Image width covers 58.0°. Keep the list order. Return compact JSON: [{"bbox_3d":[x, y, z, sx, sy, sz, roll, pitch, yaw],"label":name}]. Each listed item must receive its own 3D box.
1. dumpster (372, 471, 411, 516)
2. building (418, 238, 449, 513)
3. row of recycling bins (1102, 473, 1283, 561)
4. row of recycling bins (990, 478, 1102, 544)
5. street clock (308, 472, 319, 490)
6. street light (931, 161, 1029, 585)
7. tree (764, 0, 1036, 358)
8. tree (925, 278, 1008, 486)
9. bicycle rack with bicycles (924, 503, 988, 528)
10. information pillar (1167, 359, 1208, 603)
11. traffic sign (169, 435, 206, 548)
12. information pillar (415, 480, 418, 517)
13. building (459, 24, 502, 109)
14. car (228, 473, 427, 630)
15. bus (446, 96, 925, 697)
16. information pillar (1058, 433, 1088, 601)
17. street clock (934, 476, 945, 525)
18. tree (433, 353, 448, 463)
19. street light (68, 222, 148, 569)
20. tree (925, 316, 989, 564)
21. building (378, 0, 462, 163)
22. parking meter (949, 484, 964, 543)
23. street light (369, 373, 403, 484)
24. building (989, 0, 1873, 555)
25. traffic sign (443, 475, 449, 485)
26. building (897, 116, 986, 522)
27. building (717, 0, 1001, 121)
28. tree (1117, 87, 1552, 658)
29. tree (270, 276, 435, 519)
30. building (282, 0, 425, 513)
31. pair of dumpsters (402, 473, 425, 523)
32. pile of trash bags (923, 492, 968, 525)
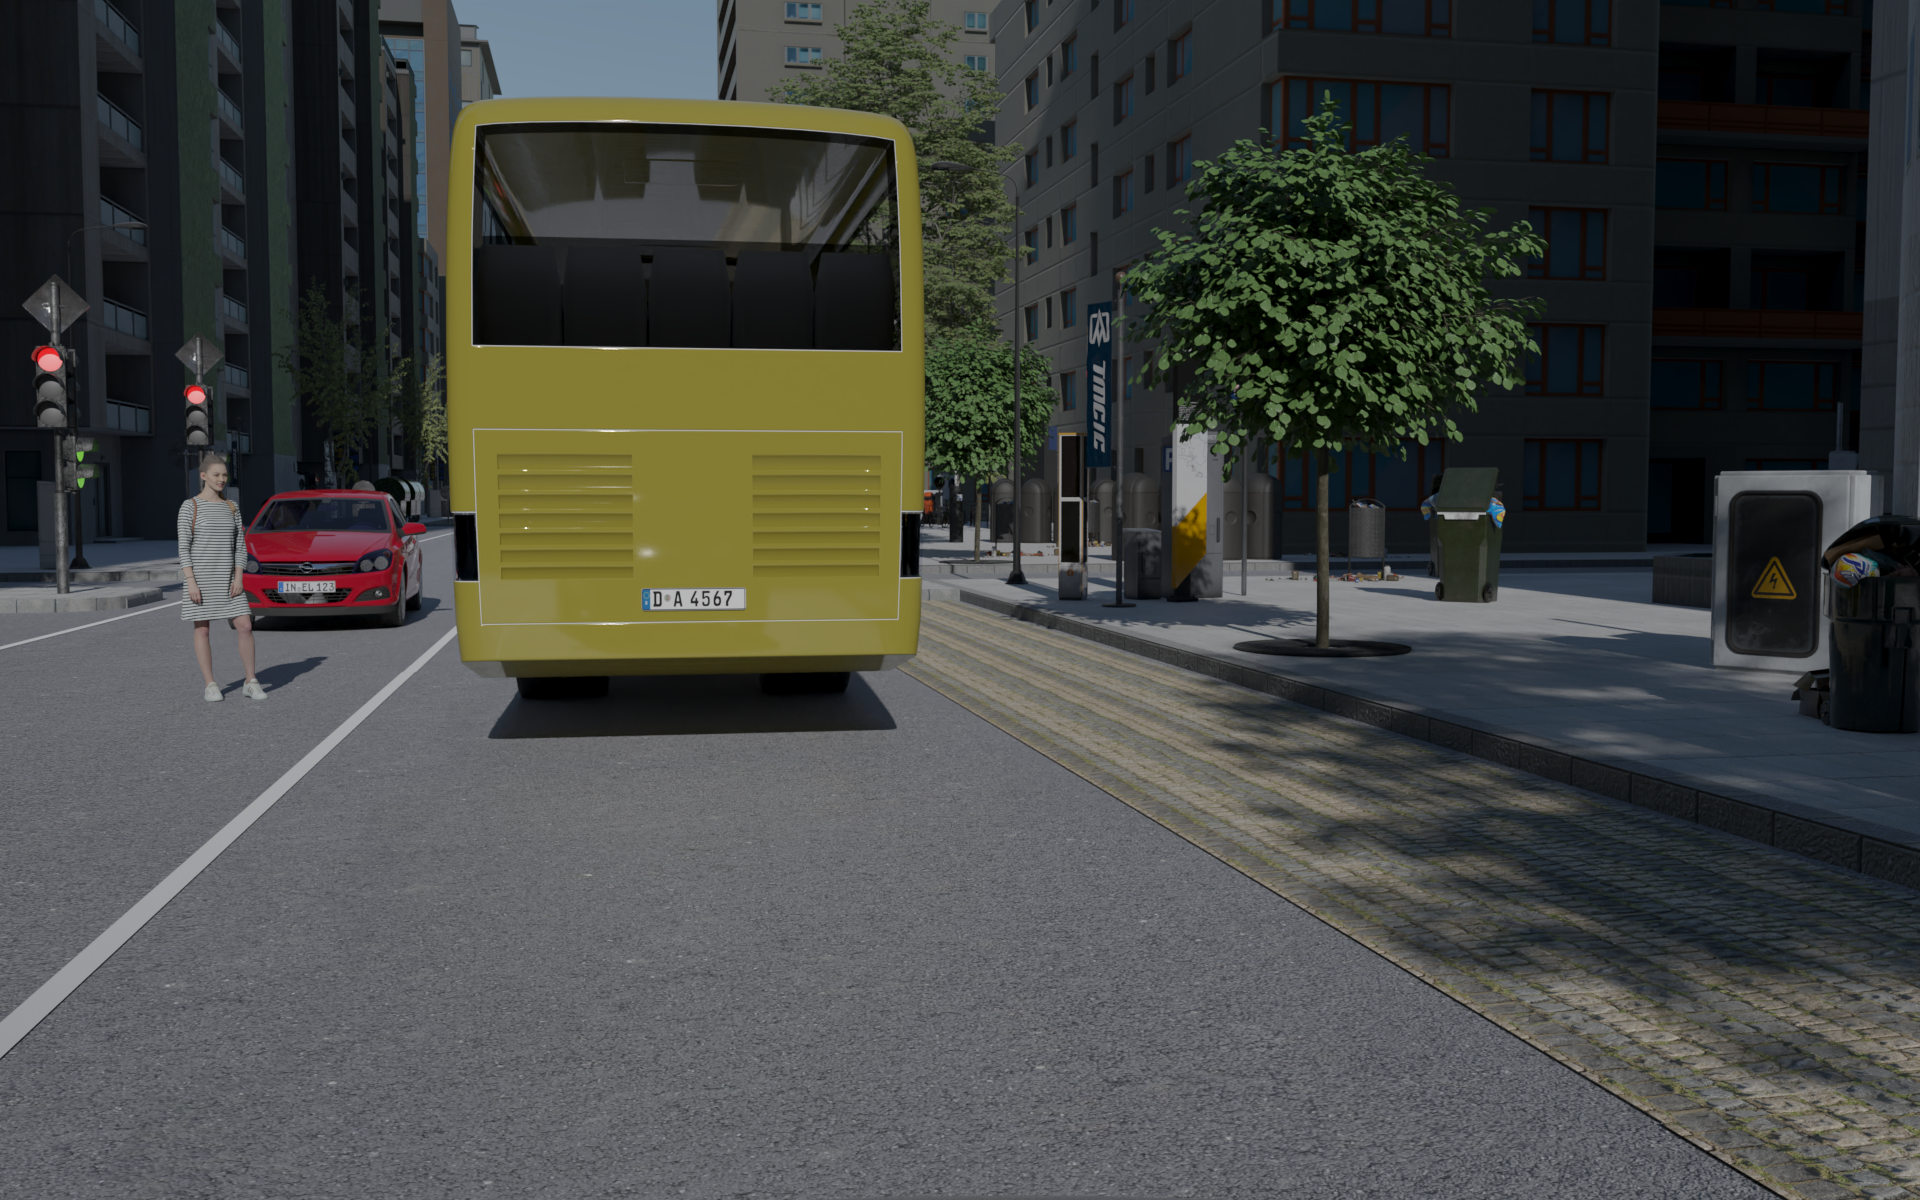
[{"bbox_3d":[-24.003,-4.304,72.856,1.502,2.255,1.985,-1,4,-11],"label":"dumpster"},{"bbox_3d":[-52.396,-17.339,128.531,27.650,21.520,28.899,-1,4,-12],"label":"building"},{"bbox_3d":[4.657,-1.622,33.632,3.534,1.692,1.069,-1,4,-19],"label":"row of recycling bins"},{"bbox_3d":[2.453,-2.331,45.223,3.534,1.692,1.069,1,4,20],"label":"row of recycling bins"},{"bbox_3d":[-20.875,-3.145,55.997,0.358,2.002,0.471,0,4,-5],"label":"street clock"},{"bbox_3d":[0.279,-3.174,24.443,1.470,5.913,1.316,-1,4,-12],"label":"street light"},{"bbox_3d":[-1.811,-7.448,39.902,7.486,12.596,7.792,0,3,0],"label":"tree"},{"bbox_3d":[-0.039,-6.557,57.562,4.737,8.622,4.395,0,3,0],"label":"tree"},{"bbox_3d":[-0.142,-3.229,66.179,2.852,0.926,2.925,-1,4,-15],"label":"bicycle rack with bicycles"},{"bbox_3d":[2.721,-1.787,20.575,0.504,3.616,0.183,-2,4,-33],"label":"information pillar"},{"bbox_3d":[-16.625,-2.275,37.299,0.768,2.556,0.104,0,4,-4],"label":"traffic sign"},{"bbox_3d":[-29.236,-5.421,93.123,0.304,2.012,0.304,1,4,18],"label":"information pillar"},{"bbox_3d":[-67.393,-37.210,197.628,28.713,52.752,27.495,-1,4,-12],"label":"building"},{"bbox_3d":[-7.192,-0.659,19.808,2.155,1.783,4.494,-1,4,-13],"label":"car"},{"bbox_3d":[-2.465,-1.444,15.162,2.896,3.916,12.252,-1,4,-10],"label":"bus"},{"bbox_3d":[1.371,-1.006,20.940,0.304,2.012,0.304,1,4,18],"label":"information pillar"},{"bbox_3d":[-0.842,-4.073,71.168,0.471,2.002,0.358,0,4,3],"label":"street clock"},{"bbox_3d":[-27.393,-8.442,88.385,4.737,8.622,4.395,0,3,0],"label":"tree"},{"bbox_3d":[-14.571,-3.492,29.631,1.470,5.913,1.316,-1,4,-12],"label":"street light"},{"bbox_3d":[0.259,-2.964,32.168,4.285,4.588,4.351,0,3,0],"label":"tree"},{"bbox_3d":[-50.653,-30.581,150.112,14.600,45.320,14.200,-1,4,-12],"label":"building"},{"bbox_3d":[-0.096,-2.284,45.749,0.372,1.533,0.369,0,3,0],"label":"parking meter"},{"bbox_3d":[-22.135,-5.758,66.690,1.470,5.913,1.316,-1,4,-12],"label":"street light"},{"bbox_3d":[17.983,-12.673,52.240,28.899,21.520,27.650,-1,4,-12],"label":"building"},{"bbox_3d":[-30.453,-6.330,103.504,0.884,2.594,0.081,0,4,-6],"label":"traffic sign"},{"bbox_3d":[4.672,-15.339,95.832,27.650,21.520,28.899,-1,4,-12],"label":"building"},{"bbox_3d":[-6.971,-31.073,131.747,21.300,48.544,21.600,-1,4,-12],"label":"building"},{"bbox_3d":[2.955,-1.866,14.231,4.285,4.588,4.351,0,3,0],"label":"tree"},{"bbox_3d":[-21.277,-6.671,59.427,4.737,8.622,4.395,0,3,0],"label":"tree"},{"bbox_3d":[-41.839,-20.599,108.503,14.160,30.474,14.107,-1,4,-12],"label":"building"},{"bbox_3d":[-25.066,-4.610,77.864,1.574,2.255,4.437,-1,4,-12],"label":"pair of dumpsters"},{"bbox_3d":[-0.884,-3.913,73.728,1.912,1.369,3.447,1,4,16],"label":"pile of trash bags"}]
